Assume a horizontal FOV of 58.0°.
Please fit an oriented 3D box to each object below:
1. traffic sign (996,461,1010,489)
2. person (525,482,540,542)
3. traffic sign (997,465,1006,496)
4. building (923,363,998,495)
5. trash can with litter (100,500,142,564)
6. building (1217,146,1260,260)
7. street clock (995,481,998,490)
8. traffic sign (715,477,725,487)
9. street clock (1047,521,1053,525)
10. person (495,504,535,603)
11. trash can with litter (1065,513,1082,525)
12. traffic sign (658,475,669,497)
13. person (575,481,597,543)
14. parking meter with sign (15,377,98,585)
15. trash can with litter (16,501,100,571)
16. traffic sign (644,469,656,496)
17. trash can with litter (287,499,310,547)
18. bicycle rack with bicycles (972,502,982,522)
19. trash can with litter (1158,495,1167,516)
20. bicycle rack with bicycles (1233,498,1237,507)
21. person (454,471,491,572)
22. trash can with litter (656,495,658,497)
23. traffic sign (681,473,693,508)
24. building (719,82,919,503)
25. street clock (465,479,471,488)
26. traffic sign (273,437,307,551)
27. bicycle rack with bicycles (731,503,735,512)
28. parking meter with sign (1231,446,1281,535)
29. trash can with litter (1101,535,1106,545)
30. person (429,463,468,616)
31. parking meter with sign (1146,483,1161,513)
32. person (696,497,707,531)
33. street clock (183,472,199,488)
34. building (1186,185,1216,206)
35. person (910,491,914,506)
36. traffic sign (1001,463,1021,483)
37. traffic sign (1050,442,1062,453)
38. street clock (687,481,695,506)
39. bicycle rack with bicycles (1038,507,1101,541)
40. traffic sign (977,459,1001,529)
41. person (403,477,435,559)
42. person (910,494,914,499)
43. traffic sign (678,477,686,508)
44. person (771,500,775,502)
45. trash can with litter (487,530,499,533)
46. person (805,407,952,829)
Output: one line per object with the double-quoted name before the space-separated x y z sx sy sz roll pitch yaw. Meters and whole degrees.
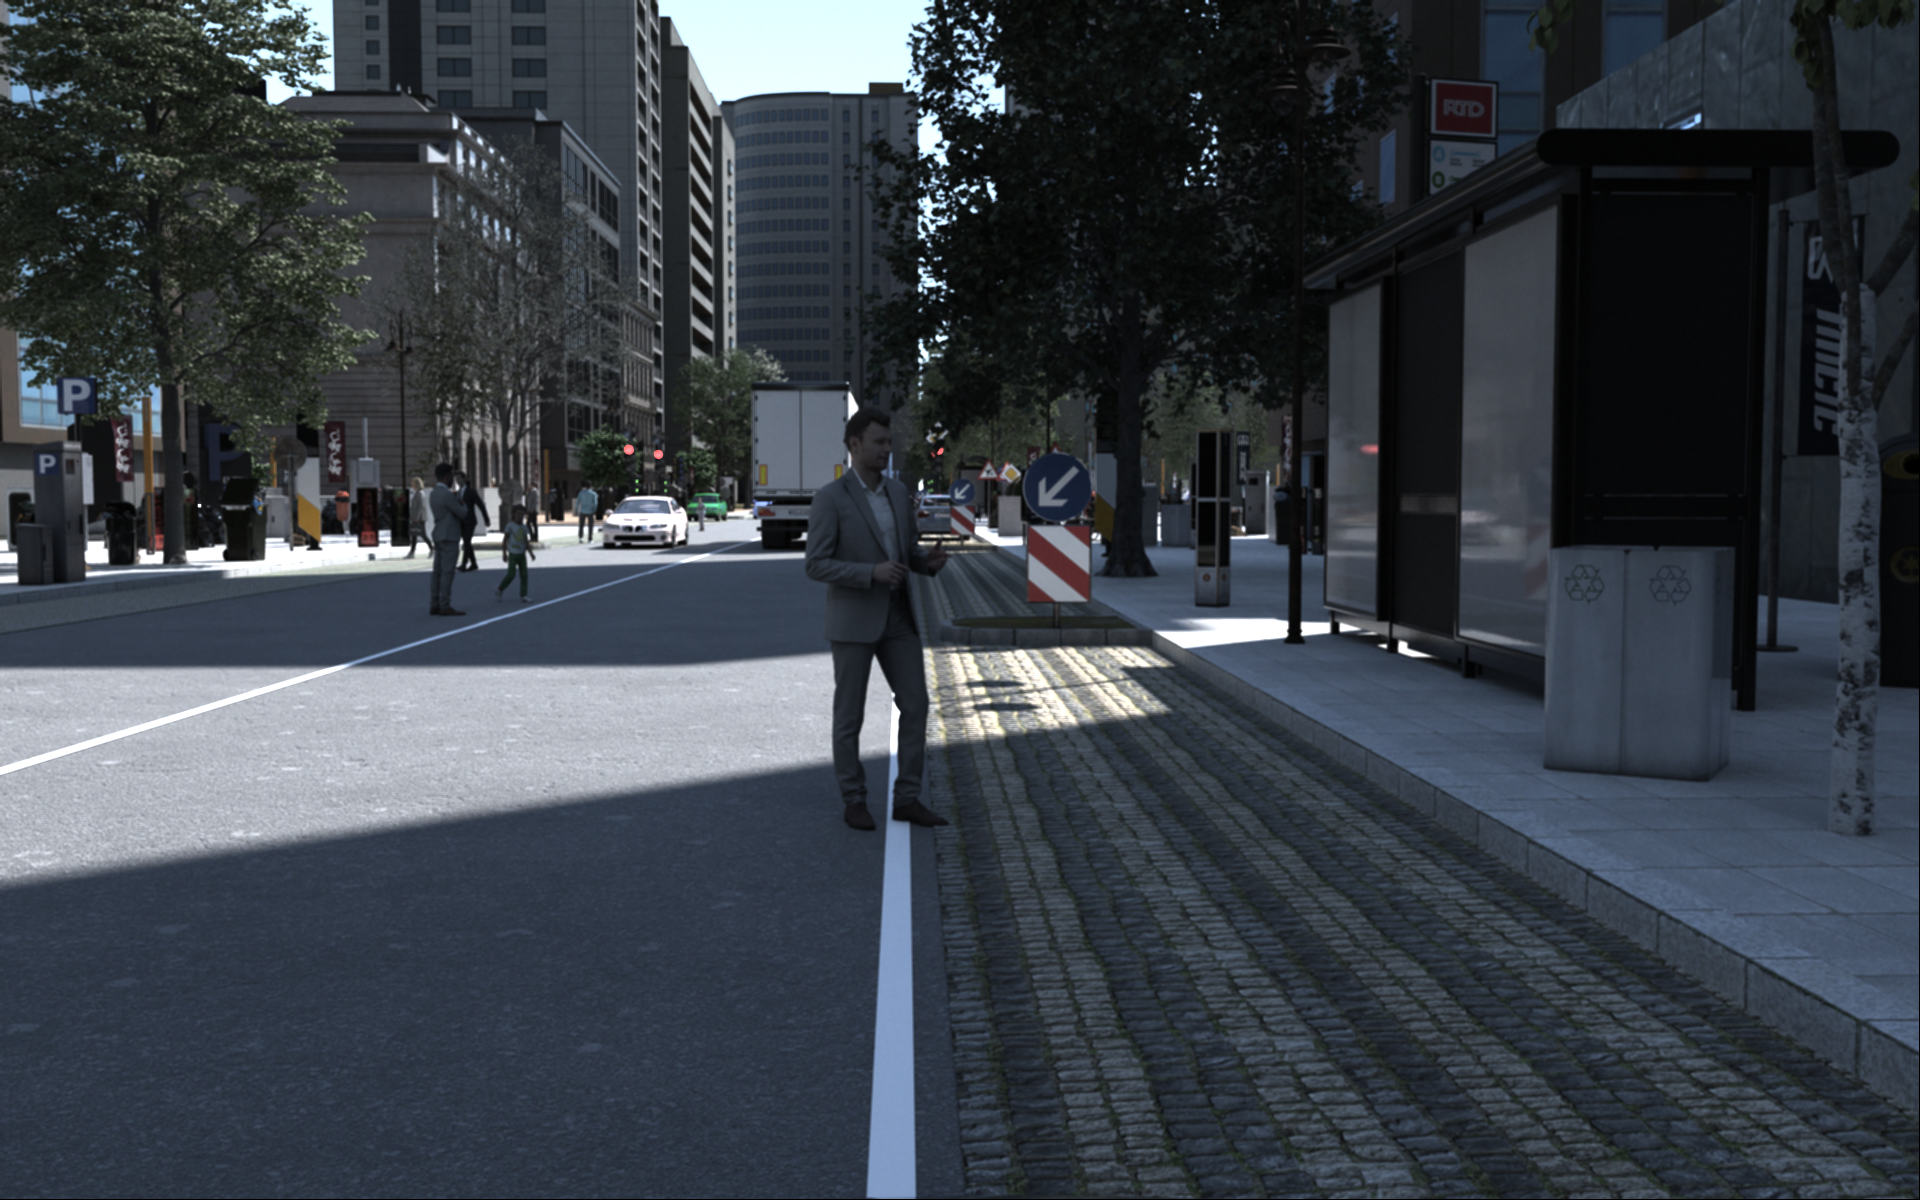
"traffic sign" 1.851 -4.156 67.948 0.884 2.594 0.081 0 4 7
"person" -12.641 -2.598 51.158 0.473 1.802 0.592 0 4 3
"traffic sign" 1.977 -4.641 75.989 0.768 2.556 0.104 0 4 5
"building" 9.089 -25.149 256.229 28.899 21.520 27.650 0 4 -2
"trash can with litter" -15.331 -1.239 31.644 0.624 1.170 1.055 -1 4 -16
"building" 43.232 -35.837 209.644 21.600 48.544 21.300 0 4 -2
"street clock" 2.061 -5.210 89.759 0.471 2.002 0.358 -1 4 -14
"traffic sign" -18.096 -7.987 130.698 0.768 2.556 0.104 0 4 -1
"street clock" 1.855 -1.868 35.109 0.471 2.002 0.358 1 4 12
"person" -5.899 -0.624 22.944 0.590 1.304 0.306 2 4 27
"trash can with litter" 3.826 -2.687 55.313 1.055 1.170 0.624 3 5 41
"traffic sign" -15.663 -5.469 91.555 0.606 2.300 0.079 0 4 7
"person" -10.904 -2.566 50.473 0.660 1.820 0.620 0 4 -4
"parking meter with sign" -13.092 -1.762 25.076 0.543 3.016 1.738 0 4 -5
"trash can with litter" -14.467 -0.996 27.676 1.055 1.170 0.624 0 4 -7
"traffic sign" -16.037 -5.455 89.302 0.768 2.556 0.104 0 4 4
"trash can with litter" -16.213 -1.912 42.645 0.624 1.170 1.055 -1 4 -15
"bicycle rack with bicycles" 1.545 -4.090 80.259 2.852 0.926 2.925 0 4 -7
"trash can with litter" 11.710 -5.565 102.048 1.678 1.210 2.233 3 5 43
"bicycle rack with bicycles" 22.700 -8.311 149.265 2.852 0.926 2.925 0 4 1
"person" -9.163 -1.452 32.019 0.659 1.850 0.755 2 4 27
"trash can with litter" -21.063 -6.651 119.799 1.678 1.210 2.233 -1 4 -17
"traffic sign" -16.709 -6.470 105.887 0.768 2.556 0.104 0 4 4
"building" -20.053 -43.343 250.650 28.212 58.520 21.231 0 4 -2
"street clock" -23.461 -4.773 82.615 0.358 2.002 0.471 -1 4 -13
"traffic sign" -15.072 -2.378 38.981 0.768 2.556 0.104 0 4 3
"bicycle rack with bicycles" -17.710 -6.729 123.405 2.925 0.926 2.852 0 4 3
"parking meter with sign" 9.379 -3.573 54.673 1.738 3.016 0.543 2 4 24
"trash can with litter" 3.988 -1.969 43.576 1.055 1.170 0.624 -1 4 -12
"person" -6.042 -0.725 20.542 0.511 1.800 0.466 3 4 37
"parking meter with sign" 13.104 -7.520 119.205 1.738 3.016 0.543 1 4 11
"person" -10.013 -3.317 67.012 0.425 1.301 0.394 0 4 6
"street clock" -25.167 -3.188 56.687 0.471 2.002 0.358 1 4 16
"building" 31.522 -36.657 249.450 14.200 45.320 14.600 0 4 -2
"person" -5.034 -10.525 181.142 0.434 1.755 0.990 1 4 13
"traffic sign" 1.912 -3.893 64.843 0.795 2.450 0.064 0 4 2
"traffic sign" 2.365 -2.630 43.003 0.884 2.594 0.081 0 4 4
"street clock" -15.456 -5.803 99.452 0.358 2.002 0.471 2 4 27
"bicycle rack with bicycles" 3.166 -2.071 47.241 2.925 0.926 2.852 -1 4 -15
"traffic sign" 1.054 -3.868 63.250 0.884 2.594 0.081 0 4 0
"person" -11.894 -1.801 38.134 0.728 1.800 0.709 -2 4 -25
"person" -5.127 -10.244 179.182 0.628 1.438 0.799 3 4 37
"traffic sign" -17.142 -6.394 106.674 0.606 2.300 0.079 0 4 0
"person" -9.027 -4.674 85.263 0.374 1.781 0.599 -3 5 -43
"trash can with litter" -15.700 -2.791 56.686 2.233 1.210 1.678 -1 4 -14
"person" -0.324 0.080 7.397 0.583 1.804 0.606 3 5 43
